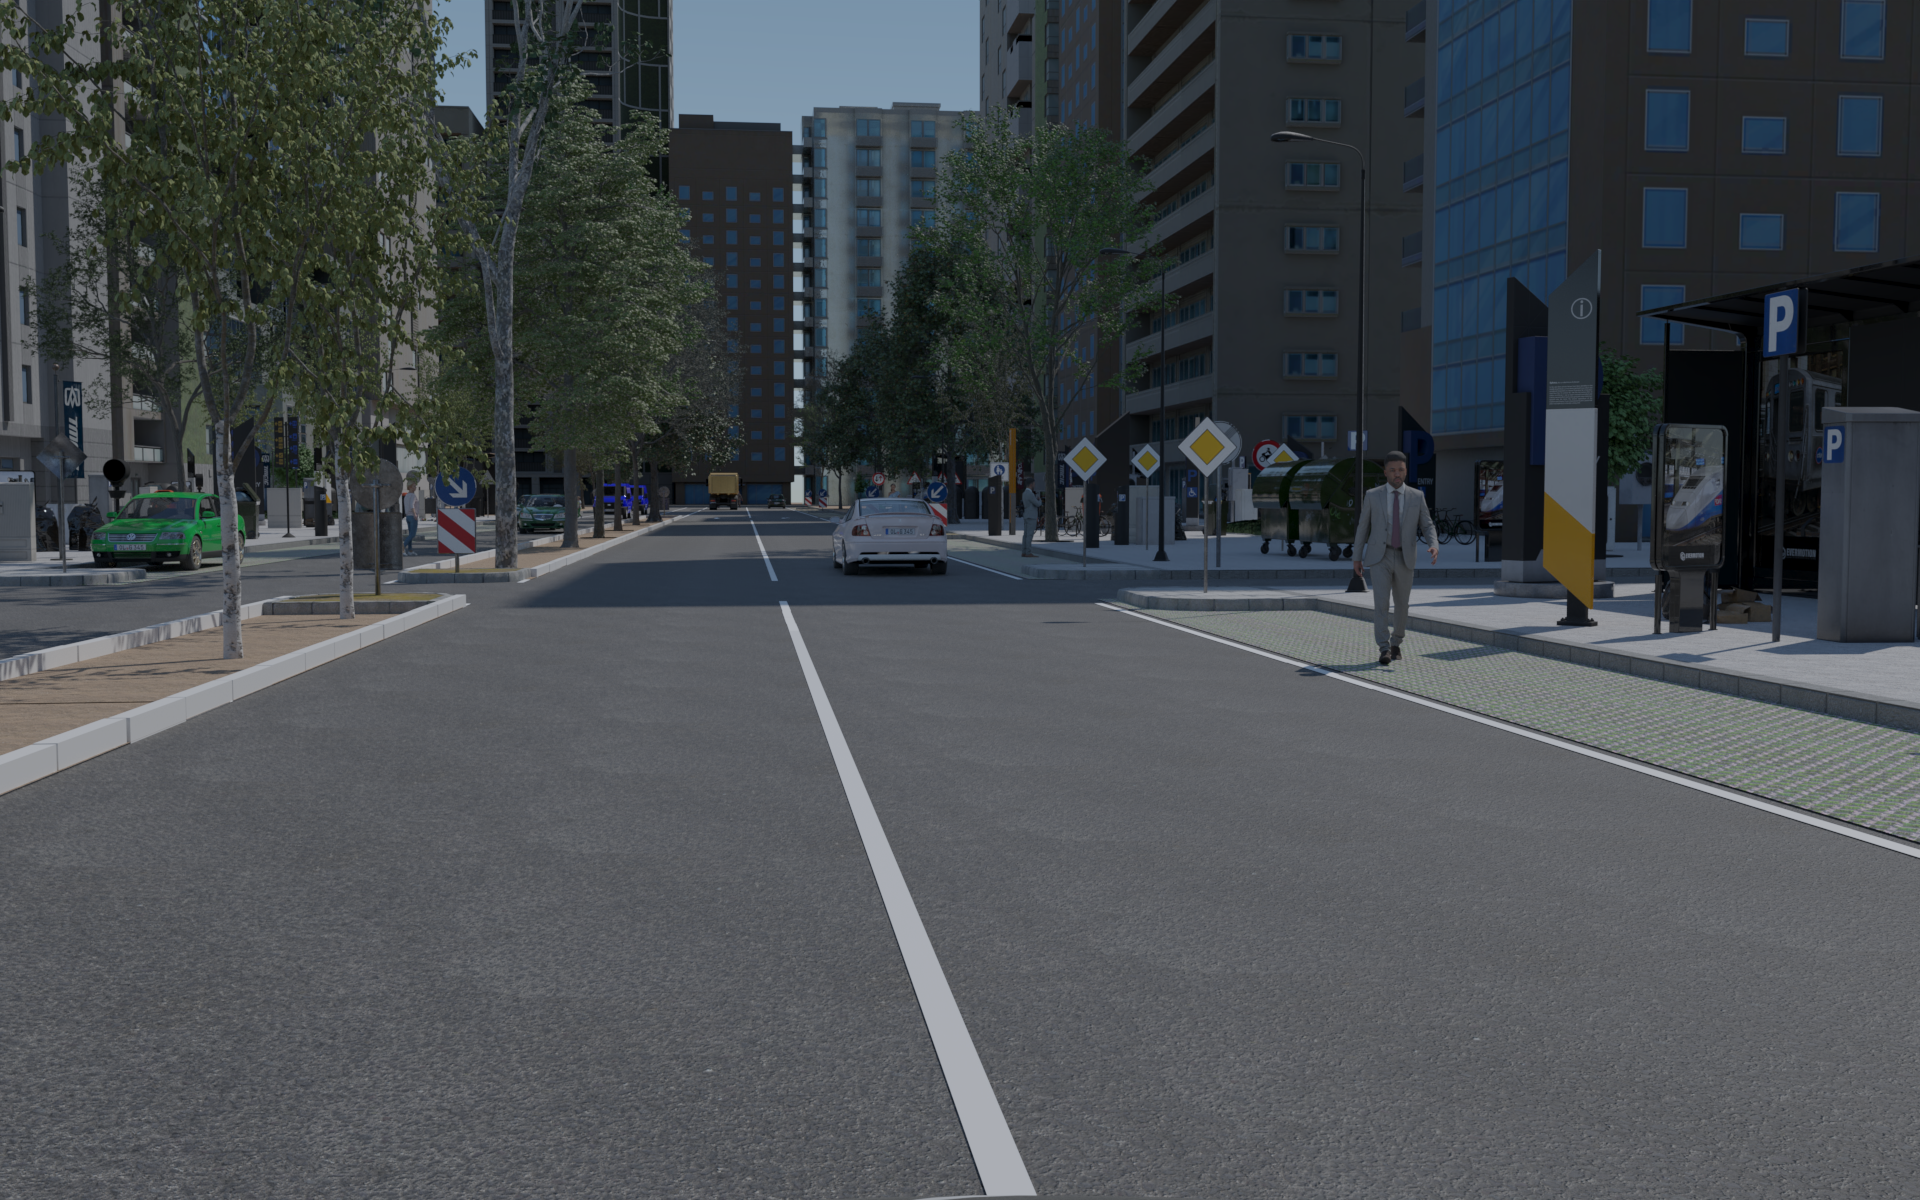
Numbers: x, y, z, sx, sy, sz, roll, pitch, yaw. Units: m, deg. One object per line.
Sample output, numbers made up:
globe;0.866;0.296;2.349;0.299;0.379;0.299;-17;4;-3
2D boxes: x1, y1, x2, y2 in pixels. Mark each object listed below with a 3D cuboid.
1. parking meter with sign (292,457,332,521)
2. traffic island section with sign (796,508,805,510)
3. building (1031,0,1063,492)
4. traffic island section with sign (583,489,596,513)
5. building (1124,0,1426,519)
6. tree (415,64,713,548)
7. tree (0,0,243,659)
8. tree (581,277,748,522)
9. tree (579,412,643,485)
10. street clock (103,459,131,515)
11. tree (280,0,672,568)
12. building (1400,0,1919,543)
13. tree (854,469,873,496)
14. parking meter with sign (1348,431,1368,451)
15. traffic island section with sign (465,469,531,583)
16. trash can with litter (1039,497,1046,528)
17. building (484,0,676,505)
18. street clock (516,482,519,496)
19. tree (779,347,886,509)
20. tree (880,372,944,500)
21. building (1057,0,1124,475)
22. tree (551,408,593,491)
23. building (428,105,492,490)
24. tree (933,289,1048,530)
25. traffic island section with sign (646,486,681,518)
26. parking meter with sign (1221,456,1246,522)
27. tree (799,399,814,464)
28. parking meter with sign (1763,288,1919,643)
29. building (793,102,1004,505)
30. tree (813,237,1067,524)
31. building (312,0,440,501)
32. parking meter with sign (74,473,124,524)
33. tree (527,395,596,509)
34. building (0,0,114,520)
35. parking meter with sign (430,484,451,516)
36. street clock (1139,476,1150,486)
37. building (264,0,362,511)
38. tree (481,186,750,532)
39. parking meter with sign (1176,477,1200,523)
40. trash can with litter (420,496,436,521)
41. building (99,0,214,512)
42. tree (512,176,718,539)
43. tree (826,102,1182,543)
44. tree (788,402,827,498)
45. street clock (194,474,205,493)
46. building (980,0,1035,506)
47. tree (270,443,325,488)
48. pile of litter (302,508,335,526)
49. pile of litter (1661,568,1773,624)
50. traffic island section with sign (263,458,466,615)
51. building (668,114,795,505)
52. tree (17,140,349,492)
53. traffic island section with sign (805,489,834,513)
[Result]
parking meter with sign;-30.806;-5.271;82.435;0.543;3.016;1.738;3;5;40
traffic island section with sign;-14.097;-9.222;159.408;1.989;1.847;2.006;0;4;-7
building;12.396;-27.513;133.430;14.154;41.232;14.086;0;4;-7
traffic island section with sign;-27.090;-7.386;129.394;1.989;1.847;2.006;0;4;-7
building;21.590;-28.746;93.706;21.300;48.544;21.600;0;4;-7
tree;-10.489;-7.671;46.011;7.486;12.596;7.792;0;3;0
tree;-6.227;-3.773;14.514;4.737;8.622;4.395;0;3;0
tree;-15.761;-10.372;89.053;9.611;12.733;9.660;0;3;0
tree;-35.957;-16.674;179.268;9.857;13.997;8.962;0;3;0
street clock;-17.371;-1.905;35.720;0.471;2.002;0.358;0;4;-2
tree;-10.012;-10.701;33.310;12.611;20.169;13.585;0;3;0
building;22.807;-24.562;51.694;14.200;45.320;14.600;0;4;-7
tree;-7.566;-8.310;130.463;1.663;3.219;1.824;0;3;0
parking meter with sign;11.295;-3.190;48.412;0.543;3.016;1.738;2;4;26
traffic island section with sign;-8.258;-1.262;28.762;2.006;1.907;1.989;0;4;-7
trash can with litter;3.171;-3.276;64.945;0.624;1.170;1.055;0;4;5
building;-44.933;-47.065;207.760;20.611;71.187;20.563;0;4;-7
street clock;-24.849;-5.631;96.642;0.471;2.002;0.358;-1;4;-13
tree;-10.198;-14.366;145.248;12.009;13.543;11.850;0;3;0
tree;-2.055;-8.402;87.738;4.737;8.622;4.395;0;3;0
building;14.859;-28.702;119.387;14.600;45.320;14.200;0;4;-7
tree;-30.673;-11.510;138.544;4.360;8.622;3.978;0;3;0
building;-67.229;-35.617;206.031;21.600;48.544;21.300;0;4;-7
tree;1.263;-6.790;61.373;4.360;8.622;3.978;0;3;0
traffic island section with sign;-17.684;-5.821;103.310;2.006;1.907;1.989;0;4;-7
parking meter with sign;12.239;-5.095;79.562;1.738;3.016;0.543;-1;4;-18
tree;-5.361;-12.061;114.208;9.611;12.733;9.660;0;3;0
parking meter with sign;7.920;-1.147;15.015;1.738;3.016;0.543;0;4;-3
building;-5.672;-36.395;214.667;30.456;49.044;23.786;0;4;-7
tree;-0.373;-9.649;74.775;9.611;12.733;9.660;0;3;0
building;-59.938;-34.078;146.407;27.495;52.752;28.713;0;4;-7
parking meter with sign;-30.763;-4.019;61.978;1.738;3.016;0.543;-1;4;-11
tree;-32.613;-13.135;149.166;8.767;10.594;7.601;-2;4;-31
building;-44.330;-31.444;56.109;21.231;58.520;28.212;0;4;-7
parking meter with sign;-30.650;-6.432;101.419;1.738;3.016;0.543;-3;5;-40
street clock;7.328;-3.952;69.189;0.358;2.002;0.471;-3;4;-37
building;-52.822;-48.981;113.507;22.319;86.520;31.000;0;4;-7
tree;-13.128;-9.381;66.201;12.009;13.543;11.850;0;3;0
parking meter with sign;10.247;-4.944;77.101;1.738;3.016;0.543;-1;4;-20
trash can with litter;-24.692;-4.341;82.036;2.233;1.210;1.678;-1;4;-9
building;-46.826;-24.590;85.647;14.154;41.232;14.086;0;4;-7
tree;-11.500;-7.775;55.328;9.928;11.665;9.643;0;3;0
tree;2.365;-7.366;46.188;9.928;11.665;9.643;0;3;0
tree;-14.360;-15.594;180.713;9.928;11.665;9.643;0;3;0
street clock;-27.024;-3.486;61.569;0.358;2.002;0.471;-2;4;-29
building;16.788;-34.661;155.949;28.713;52.752;27.495;0;4;-7
tree;-38.230;-7.072;99.348;4.285;4.588;4.351;0;3;0
pile of litter;-26.006;-3.424;69.947;1.176;0.858;1.719;3;5;41
pile of litter;7.852;-0.235;17.804;1.719;0.858;1.176;-3;4;-39
traffic island section with sign;-7.340;-0.812;21.412;2.006;1.907;1.989;0;4;-7
building;-27.323;-34.123;208.018;14.200;45.320;14.600;0;4;-7
tree;-19.880;-6.723;44.332;8.767;10.594;7.601;-1;4;-13
traffic island section with sign;-10.575;-7.526;131.670;1.989;1.847;2.006;0;4;-7
